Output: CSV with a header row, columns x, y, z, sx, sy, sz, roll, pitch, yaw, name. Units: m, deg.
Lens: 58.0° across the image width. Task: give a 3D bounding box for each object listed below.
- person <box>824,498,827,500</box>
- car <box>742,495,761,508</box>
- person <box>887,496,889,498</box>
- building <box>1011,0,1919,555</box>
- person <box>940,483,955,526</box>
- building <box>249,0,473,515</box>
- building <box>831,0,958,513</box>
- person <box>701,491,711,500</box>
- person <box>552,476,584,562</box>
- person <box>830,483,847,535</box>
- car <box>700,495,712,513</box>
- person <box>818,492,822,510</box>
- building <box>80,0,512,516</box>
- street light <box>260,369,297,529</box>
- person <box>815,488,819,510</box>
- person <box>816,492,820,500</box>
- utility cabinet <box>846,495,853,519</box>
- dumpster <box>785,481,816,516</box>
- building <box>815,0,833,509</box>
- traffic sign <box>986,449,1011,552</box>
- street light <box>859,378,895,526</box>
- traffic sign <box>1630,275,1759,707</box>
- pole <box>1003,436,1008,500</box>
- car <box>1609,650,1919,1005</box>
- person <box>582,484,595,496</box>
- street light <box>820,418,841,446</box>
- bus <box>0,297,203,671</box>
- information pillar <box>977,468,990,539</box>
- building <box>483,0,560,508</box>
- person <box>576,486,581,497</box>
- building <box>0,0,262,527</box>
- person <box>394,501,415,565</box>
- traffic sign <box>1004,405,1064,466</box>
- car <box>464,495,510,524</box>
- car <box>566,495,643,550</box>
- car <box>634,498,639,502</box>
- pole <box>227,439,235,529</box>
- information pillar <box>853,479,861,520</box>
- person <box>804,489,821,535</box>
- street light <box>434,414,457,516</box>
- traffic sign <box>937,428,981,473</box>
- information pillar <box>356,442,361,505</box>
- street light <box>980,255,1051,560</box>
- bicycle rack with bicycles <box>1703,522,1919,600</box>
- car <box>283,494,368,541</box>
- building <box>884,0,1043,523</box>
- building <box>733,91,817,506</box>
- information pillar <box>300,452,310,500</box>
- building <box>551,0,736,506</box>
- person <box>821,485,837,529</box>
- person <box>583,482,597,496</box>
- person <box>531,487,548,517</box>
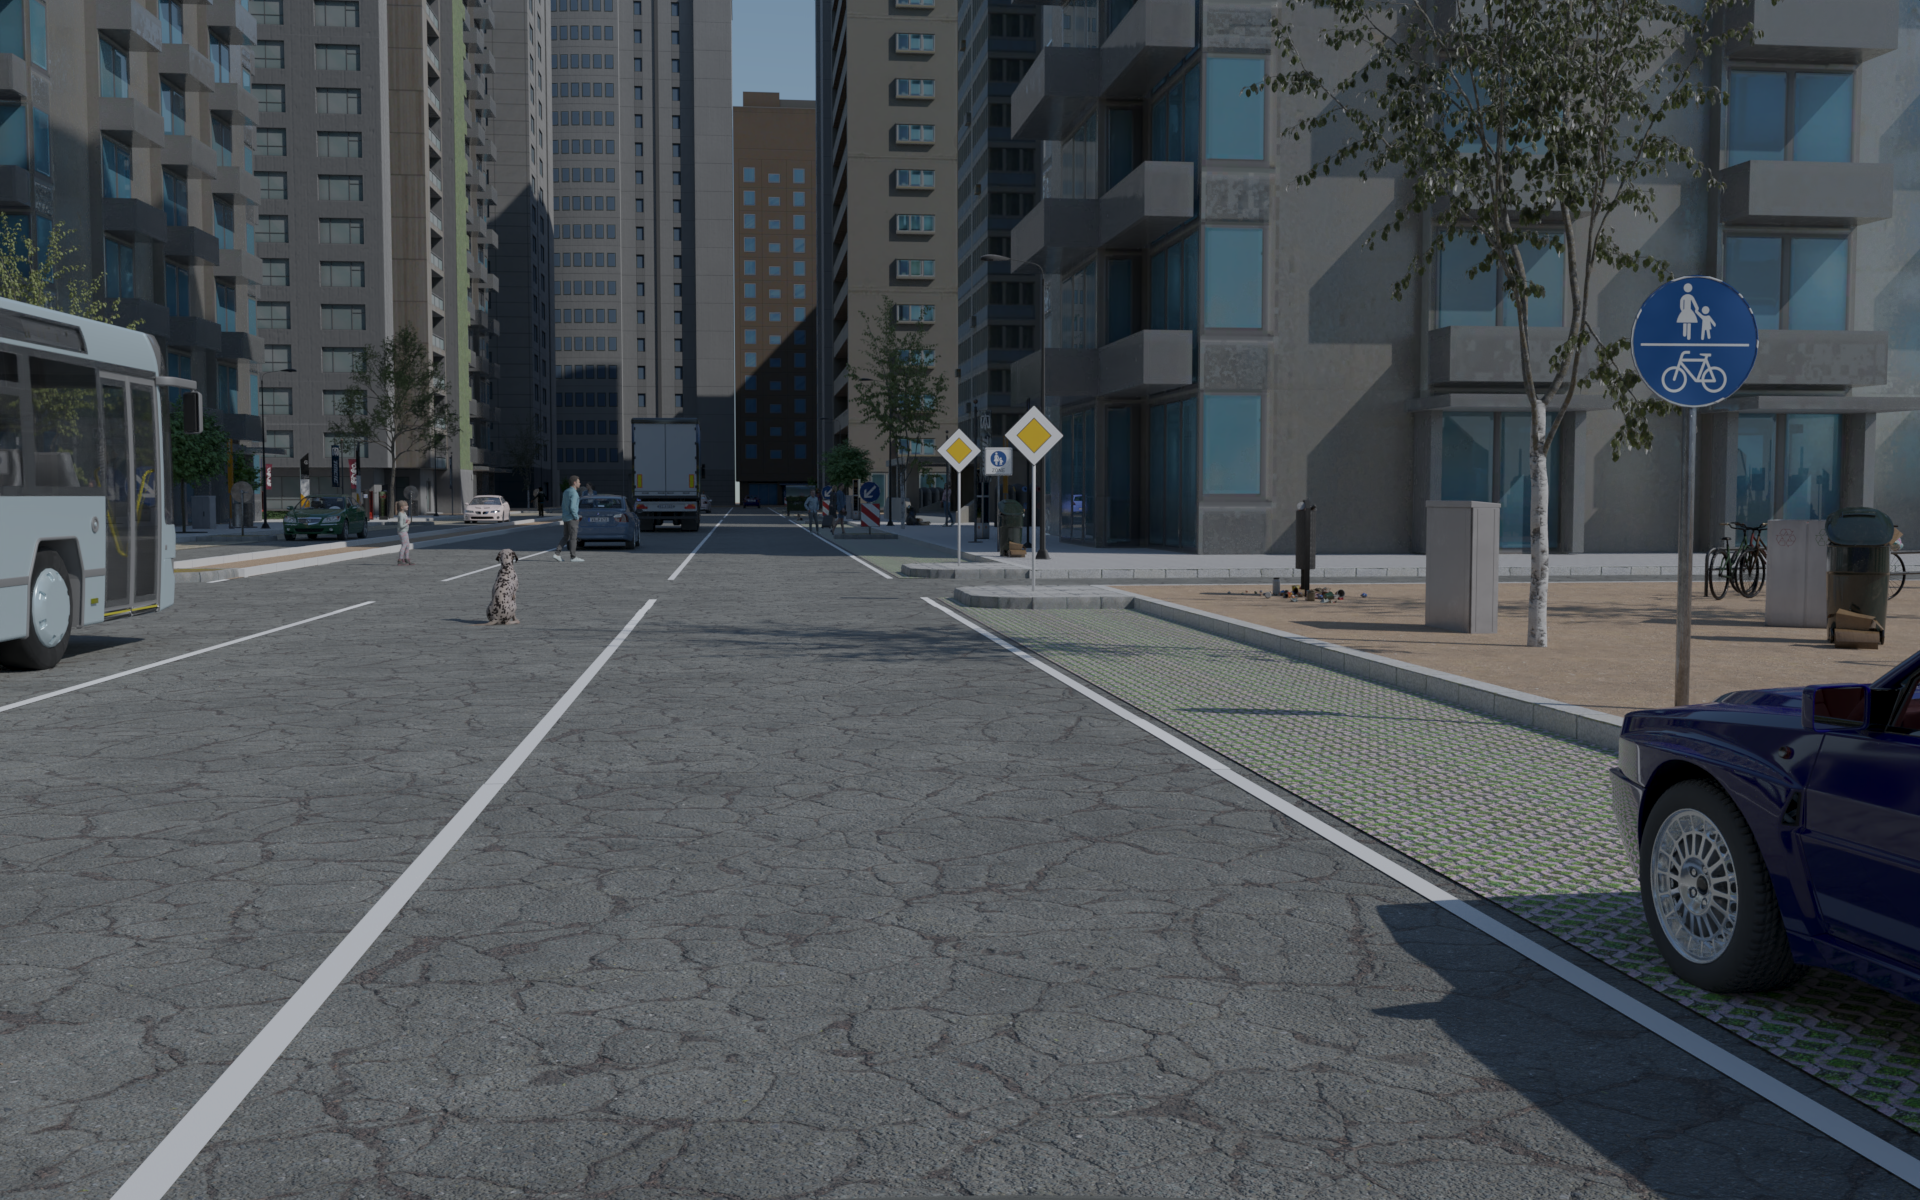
x,y,z,sx,sy,sz,roll,pitch,yaw,name
-10.099,-7.611,131.948,0.593,1.643,0.415,2,4,28,person
-21.047,-9.933,174.979,1.945,1.354,3.894,0,4,-7,car
-4.105,-6.282,109.480,1.217,1.736,0.721,-2,4,-30,person
16.488,-26.080,46.009,30.456,49.044,23.786,0,4,-7,building
-0.473,-3.836,69.357,0.643,1.750,0.593,-1,4,-17,person
-39.116,-25.992,108.562,14.154,41.232,14.086,0,4,-7,building
1.735,-30.839,127.921,21.300,48.544,21.600,0,4,-7,building
-22.244,-8.621,150.248,1.217,1.735,0.721,0,4,-5,person
-8.333,-1.729,36.785,0.620,1.820,0.660,-3,5,-40,person
-4.177,-3.150,60.019,0.654,1.822,0.581,0,4,-2,person
-19.752,-7.222,130.433,2.083,1.381,4.827,0,4,-6,car
-10.913,-7.716,135.427,0.599,1.433,0.991,0,4,5,person
-47.224,-31.212,129.928,23.786,49.044,30.456,0,4,-7,building
-25.245,-5.605,64.183,1.470,5.913,1.316,0,4,-7,street light
-11.151,-7.964,136.779,0.721,1.766,1.217,0,4,2,person
-11.074,-7.614,133.760,0.421,1.427,0.697,-3,5,-40,person
-5.579,-4.765,89.076,0.306,1.237,1.020,1,4,14,utility cabinet
-10.355,-6.578,112.500,1.985,2.255,1.502,0,4,-6,dumpster
-2.143,-37.320,152.186,21.231,58.520,28.212,0,4,-7,building
0.849,-2.212,38.303,0.606,2.300,0.079,0,4,1,traffic sign
-3.342,-5.930,69.505,1.470,5.913,1.316,0,4,-7,street light
4.277,-0.617,10.187,0.768,2.556,0.104,0,4,-4,traffic sign
1.598,-4.086,60.653,0.158,3.312,0.155,0,3,0,pole
3.129,0.528,3.945,1.945,1.354,3.894,-1,4,-9,car
-13.852,-3.407,64.473,0.793,1.790,0.793,-3,5,-39,person
-7.830,-8.125,105.381,1.470,5.913,1.316,0,4,-7,street light
-8.353,-0.997,11.158,2.948,3.499,13.247,0,4,-6,bus
0.636,-2.745,49.365,0.304,2.012,0.304,3,5,42,information pillar
-50.041,-44.405,164.274,20.611,71.187,20.563,0,4,-7,building
-14.584,-3.487,65.693,0.526,1.800,0.537,-1,4,-17,person
-40.931,-27.337,66.565,23.786,49.044,30.456,0,4,-7,building
-11.157,-1.347,34.807,0.394,1.301,0.425,-2,4,-26,person
0.990,-1.257,22.735,0.795,2.593,0.064,0,4,-7,traffic sign
-23.219,-4.449,85.107,2.083,1.381,4.827,-1,4,-9,car
-9.442,-2.075,45.935,2.014,1.417,4.499,0,4,-8,car
-21.849,-6.820,121.090,1.945,1.707,3.694,-1,4,-9,car
-26.913,-4.286,63.917,0.158,3.312,0.155,0,3,0,pole
-5.066,-4.919,84.913,0.304,2.012,0.304,1,4,15,information pillar
-5.200,-3.110,61.162,0.589,1.601,0.330,-1,4,-22,person
-29.589,-7.766,99.508,1.470,5.913,1.316,0,4,-7,street light
0.004,-1.741,30.659,0.795,2.593,0.064,0,4,-7,traffic sign
-26.953,-5.276,77.611,0.183,3.616,0.504,0,4,-7,information pillar
1.085,-3.748,33.828,1.470,5.913,1.316,0,4,-7,street light
10.289,-0.481,21.243,2.925,0.926,2.852,-2,4,-25,bicycle rack with bicycles
-20.074,-2.637,54.918,2.131,1.459,4.920,0,4,-7,car
12.813,-24.066,85.365,32.217,40.220,23.993,0,4,-7,building
-18.460,-33.439,196.838,14.200,45.320,14.600,0,4,-7,building
-36.854,-6.490,97.467,0.504,3.616,0.183,-3,5,-39,information pillar
-39.867,-40.045,196.737,28.212,58.520,21.231,0,4,-7,building
-5.424,-3.882,72.194,0.699,1.804,1.509,1,4,20,person
-12.002,-2.918,56.225,0.581,1.822,0.654,0,4,0,person
-25.779,-6.010,106.400,0.705,1.869,1.348,2,4,34,person
